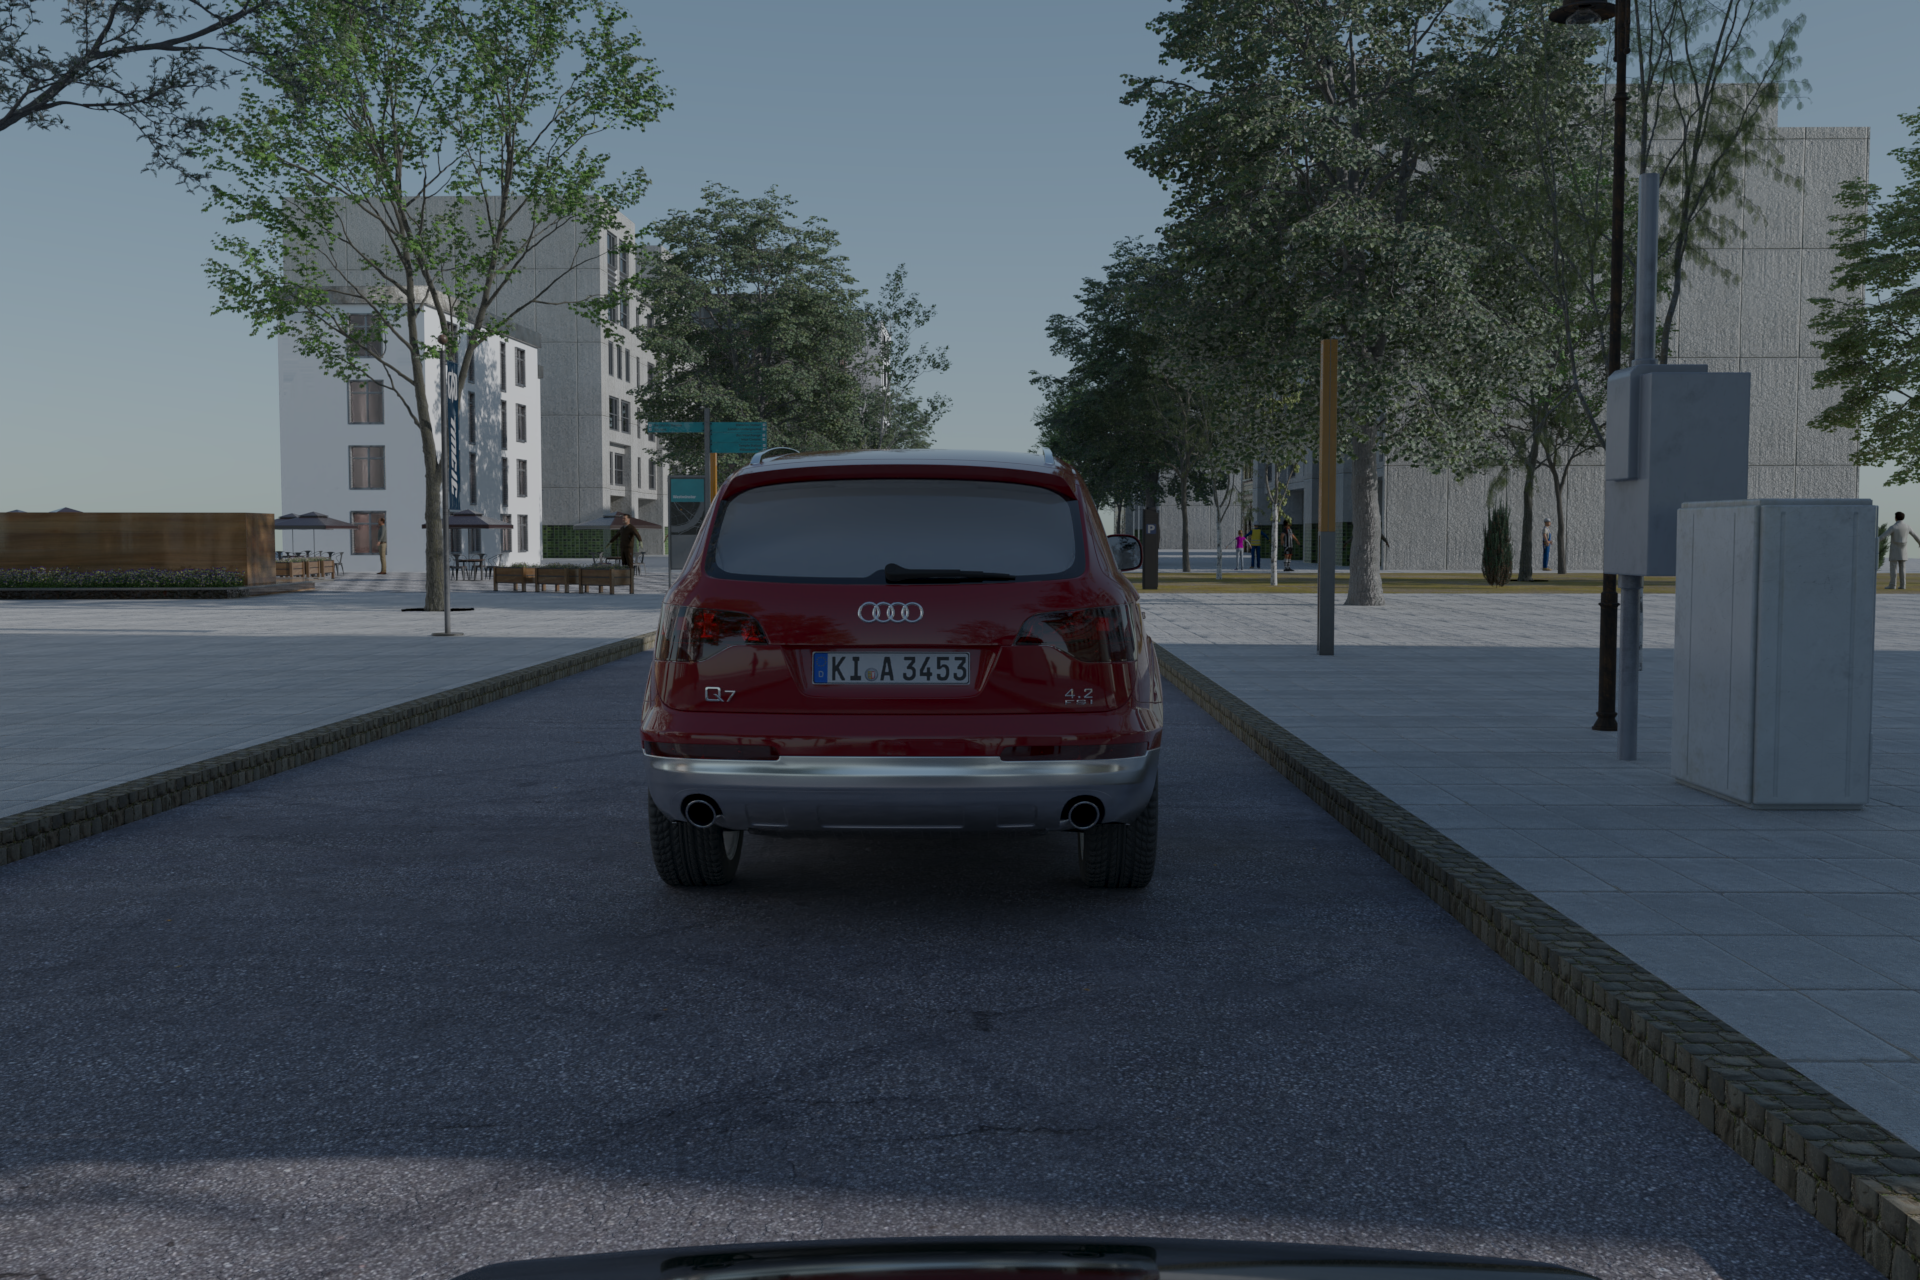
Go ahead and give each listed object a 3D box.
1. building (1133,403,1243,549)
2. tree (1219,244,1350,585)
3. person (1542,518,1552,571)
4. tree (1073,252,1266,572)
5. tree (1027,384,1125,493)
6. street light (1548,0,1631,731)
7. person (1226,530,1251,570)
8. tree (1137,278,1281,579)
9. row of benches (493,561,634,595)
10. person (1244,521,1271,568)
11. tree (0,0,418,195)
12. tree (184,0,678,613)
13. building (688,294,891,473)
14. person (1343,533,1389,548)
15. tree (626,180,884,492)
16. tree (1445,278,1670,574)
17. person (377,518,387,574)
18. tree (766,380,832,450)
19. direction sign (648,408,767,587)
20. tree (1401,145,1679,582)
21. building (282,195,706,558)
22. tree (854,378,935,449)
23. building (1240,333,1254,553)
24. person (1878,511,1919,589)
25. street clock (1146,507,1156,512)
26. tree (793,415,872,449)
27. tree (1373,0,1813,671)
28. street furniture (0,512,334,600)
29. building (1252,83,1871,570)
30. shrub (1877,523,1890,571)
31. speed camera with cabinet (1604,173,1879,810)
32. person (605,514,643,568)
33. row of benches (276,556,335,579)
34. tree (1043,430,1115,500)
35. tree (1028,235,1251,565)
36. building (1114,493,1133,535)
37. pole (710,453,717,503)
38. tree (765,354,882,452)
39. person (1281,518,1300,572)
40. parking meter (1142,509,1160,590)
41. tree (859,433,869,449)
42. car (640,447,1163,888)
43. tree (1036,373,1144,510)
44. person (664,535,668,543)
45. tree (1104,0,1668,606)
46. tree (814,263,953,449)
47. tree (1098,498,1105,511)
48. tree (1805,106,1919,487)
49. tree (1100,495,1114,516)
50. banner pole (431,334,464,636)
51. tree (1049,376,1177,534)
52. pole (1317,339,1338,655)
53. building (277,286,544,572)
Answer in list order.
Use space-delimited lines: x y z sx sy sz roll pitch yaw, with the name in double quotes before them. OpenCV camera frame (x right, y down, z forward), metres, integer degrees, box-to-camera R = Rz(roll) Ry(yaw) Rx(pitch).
"building" 25.942 -18.173 163.580 16.747 18.905 31.486 0 4 2
"tree" 8.099 -5.675 43.154 4.737 8.622 4.395 0 3 0
"person" 20.504 -3.340 60.459 0.705 1.847 1.347 2 4 24
"tree" 7.329 -7.575 58.267 7.601 10.594 8.767 -1 4 -12
"tree" 8.368 -11.738 117.674 9.928 11.665 9.643 0 3 0
"street light" 4.235 -2.347 11.169 0.468 5.910 1.993 0 4 1
"person" 9.919 -3.200 61.584 0.991 1.433 0.599 -1 4 -16
"tree" 7.497 -6.036 49.059 4.360 8.622 3.978 0 3 0
"row of benches" -8.671 -1.376 37.958 4.104 0.672 1.422 3 4 37
"person" 11.030 -3.562 64.704 1.216 1.772 0.721 0 4 -4
"tree" -8.324 -6.178 11.382 12.009 13.543 11.850 0 3 0
"tree" -8.648 -6.293 28.647 9.928 11.665 9.643 0 3 0
"building" -21.467 -19.564 163.853 27.936 21.610 32.646 0 4 1
"person" 11.198 -2.536 47.594 1.348 1.813 0.705 -1 4 -11
"tree" -7.386 -9.492 61.856 9.857 13.997 8.962 0 3 0
"tree" 19.418 -7.413 55.612 8.767 10.594 7.601 1 4 11
"person" -18.462 -2.996 55.261 0.705 1.796 1.348 -1 4 -16
"tree" -7.236 -7.479 72.651 4.360 8.622 3.978 0 3 0
"direction sign" -5.360 -2.976 37.412 2.525 3.948 1.411 0 4 0
"tree" 15.426 -7.382 46.455 9.928 11.665 9.643 0 3 0
"building" -26.604 -14.690 106.647 16.747 18.905 31.486 0 4 2
"tree" -6.713 -14.184 138.569 9.857 13.997 8.962 0 3 0
"building" 28.809 -17.167 111.609 19.493 23.208 18.063 0 4 1
"person" 21.835 -2.089 40.339 1.347 1.806 0.705 0 4 -4
"street clock" 5.034 -2.510 45.613 0.358 2.002 0.471 0 3 0
"tree" -7.373 -8.642 91.658 4.360 8.622 3.978 0 3 0
"tree" 6.365 -4.003 15.806 4.360 8.622 3.978 0 3 0
"street furniture" -18.745 -1.815 36.534 9.812 1.723 11.010 0 4 -5
"building" 23.799 -12.868 76.851 16.747 18.905 31.486 0 4 1
"shrub" 27.473 -2.987 52.872 1.661 2.075 1.752 0 3 0
"speed camera with cabinet" 3.963 -0.892 8.927 0.660 3.252 2.038 0 4 1
"person" -8.725 -2.393 45.261 1.346 1.812 0.704 3 4 36
"row of benches" -17.996 -1.958 47.481 1.422 0.672 4.104 0 4 -4
"tree" 8.988 -12.099 132.224 8.767 10.594 7.601 3 5 44
"tree" 7.782 -10.086 71.559 9.857 13.997 8.962 0 3 0
"building" 28.145 -22.873 204.897 19.493 23.208 18.063 0 4 1
"pole" -5.483 -2.730 38.483 0.158 3.312 0.155 0 3 0
"tree" -7.195 -9.129 83.679 8.767 10.594 7.601 2 4 29
"person" 11.271 -3.257 59.391 0.704 1.843 1.345 3 4 36
"parking meter" 4.420 -2.100 40.044 0.399 1.863 0.255 0 4 2
"tree" -6.607 -9.216 101.050 4.737 8.622 4.395 0 3 0
"car" -0.185 0.006 8.569 2.281 1.827 5.304 0 4 1
"tree" 8.437 -11.123 107.611 9.928 11.665 9.643 0 3 0
"person" -11.707 -3.962 71.576 1.217 1.733 0.721 1 4 18
"tree" 7.255 -7.588 30.726 9.857 13.997 8.962 0 3 0
"tree" -6.191 -16.318 122.688 12.611 20.169 13.585 0 3 0
"tree" 9.136 -12.803 143.735 8.767 10.594 7.601 0 4 -3
"tree" 25.803 -7.735 44.596 7.486 12.596 7.792 0 3 0
"tree" 22.524 -19.723 232.832 12.009 13.543 11.850 0 3 0
"banner pole" -6.481 -1.958 22.036 0.401 3.779 0.863 0 4 1
"tree" 8.519 -9.778 94.276 8.767 10.594 7.601 1 4 15
"pole" 3.876 -1.494 18.278 0.158 3.312 0.155 0 3 0
"building" -22.078 -7.993 72.836 9.099 9.664 28.070 0 4 2
